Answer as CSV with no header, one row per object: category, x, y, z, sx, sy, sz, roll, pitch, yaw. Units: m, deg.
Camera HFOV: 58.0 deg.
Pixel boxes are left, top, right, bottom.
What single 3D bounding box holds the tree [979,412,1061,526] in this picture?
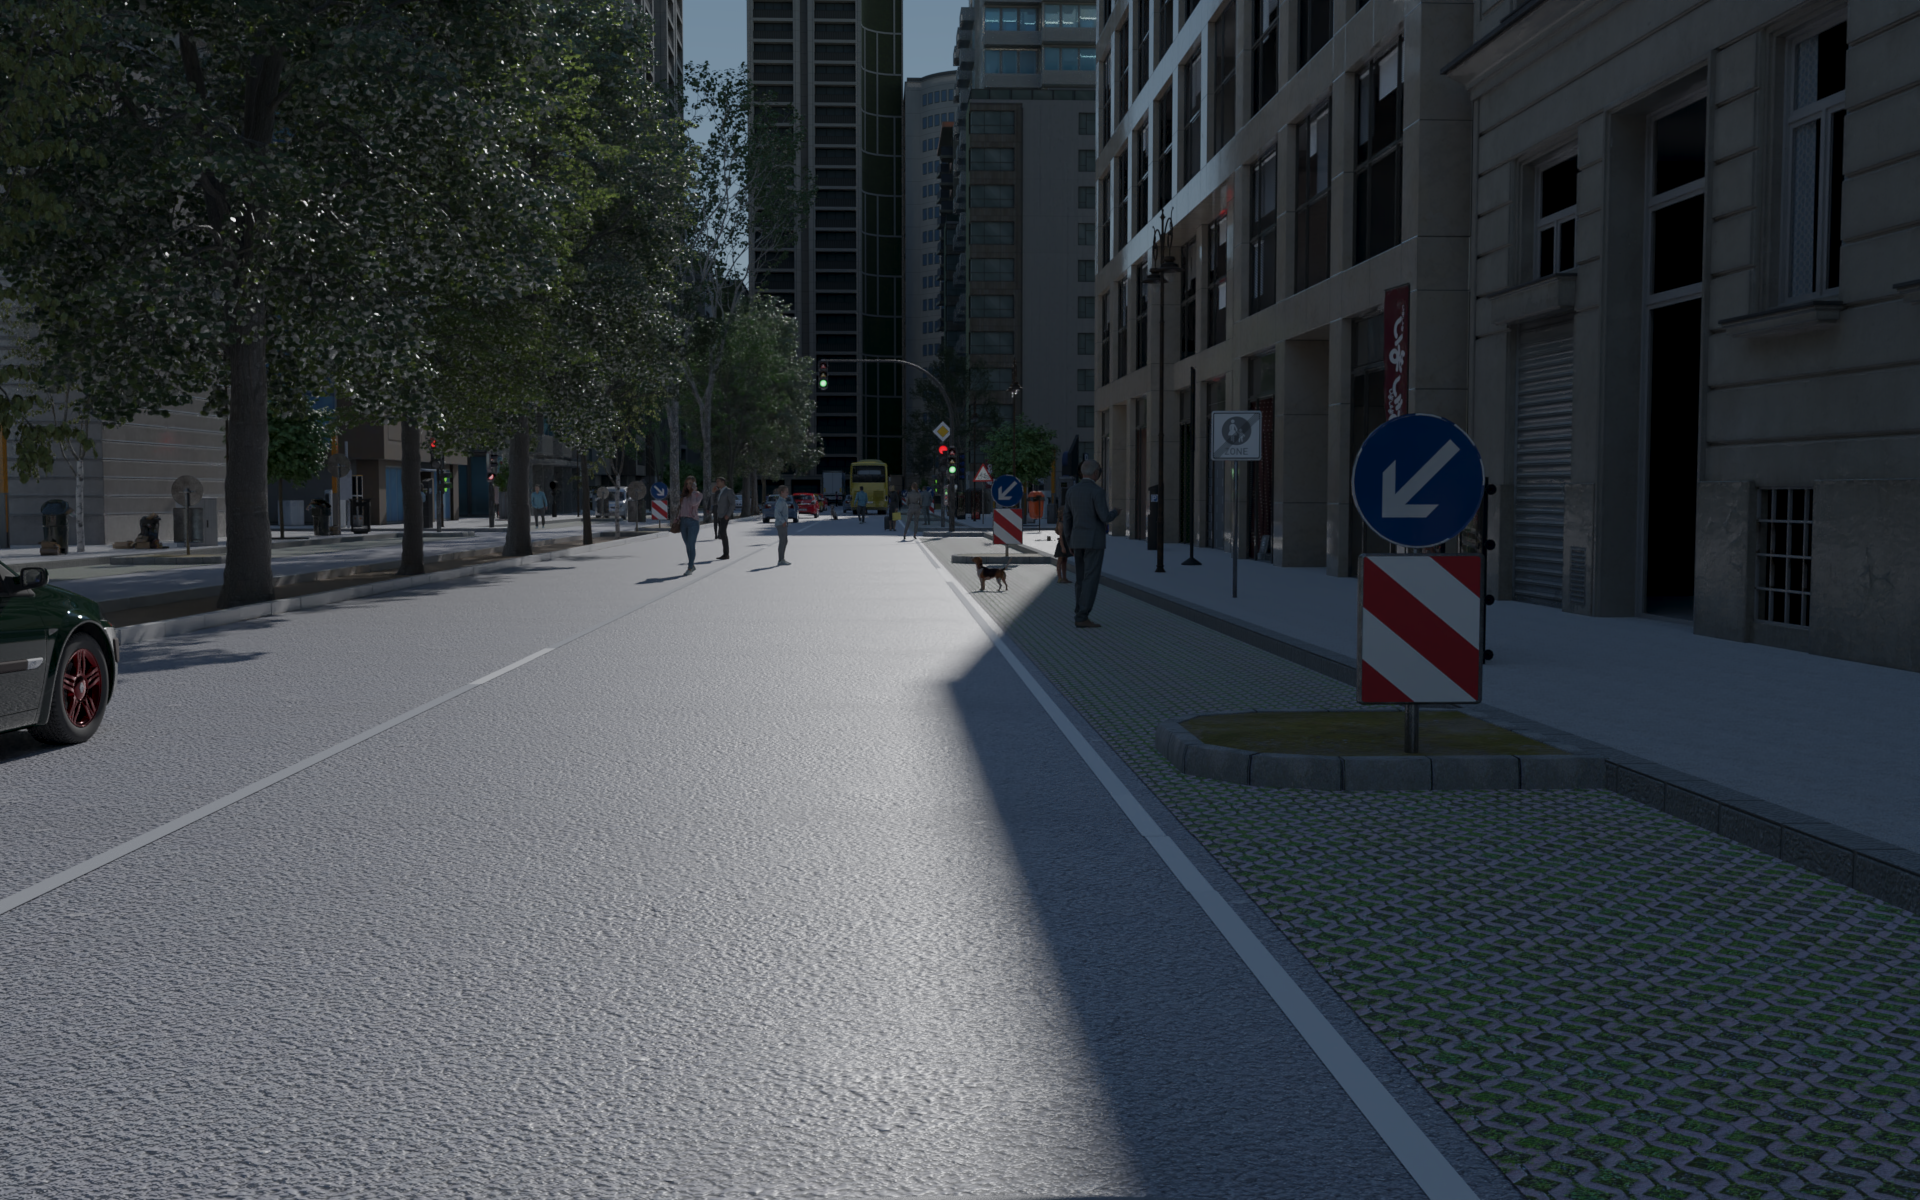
tree,2.397,-5.225,69.145,4.285,4.588,4.351,0,3,0

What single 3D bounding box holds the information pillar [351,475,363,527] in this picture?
information pillar,-23.542,-3.863,67.653,0.304,2.012,0.304,2,4,26

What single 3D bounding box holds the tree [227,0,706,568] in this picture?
tree,-10.236,-7.987,39.703,9.857,13.997,8.962,0,3,0

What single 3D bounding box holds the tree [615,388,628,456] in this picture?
tree,-23.525,-12.834,135.586,9.928,11.665,9.643,0,3,0

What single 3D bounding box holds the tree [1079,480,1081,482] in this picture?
tree,7.737,-7.647,119.629,1.663,3.219,1.824,0,3,0

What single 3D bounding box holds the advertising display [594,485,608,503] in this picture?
advertising display,-26.552,-7.543,128.544,0.974,1.923,0.123,2,4,24

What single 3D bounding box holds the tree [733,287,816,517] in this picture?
tree,-13.266,-12.085,106.709,9.857,13.997,8.962,0,3,0

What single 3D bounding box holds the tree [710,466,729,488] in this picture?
tree,-24.689,-10.983,163.289,4.285,4.588,4.351,0,3,0

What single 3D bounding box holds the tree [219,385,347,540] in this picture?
tree,-19.267,-4.013,49.332,4.285,4.588,4.351,0,3,0

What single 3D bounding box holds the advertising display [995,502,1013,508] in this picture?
advertising display,2.237,-5.043,87.674,0.974,1.923,0.123,0,4,3

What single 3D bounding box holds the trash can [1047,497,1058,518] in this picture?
trash can,4.477,-4.308,82.094,0.748,1.137,0.748,0,3,0

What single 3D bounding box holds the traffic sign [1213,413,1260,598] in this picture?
traffic sign,3.402,-1.177,21.379,0.606,2.300,0.079,0,4,6

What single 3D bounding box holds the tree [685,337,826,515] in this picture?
tree,-13.904,-12.069,116.798,9.611,12.733,9.660,0,3,0

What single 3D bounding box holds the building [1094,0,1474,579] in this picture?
building,14.785,-14.377,39.582,19.350,26.468,34.151,0,4,-3

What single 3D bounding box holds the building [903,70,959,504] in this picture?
building,6.494,-42.531,237.382,28.212,58.520,21.231,0,4,-3

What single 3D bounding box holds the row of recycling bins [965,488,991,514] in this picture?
row of recycling bins,1.113,-6.442,112.438,1.069,1.692,3.534,-1,4,-16

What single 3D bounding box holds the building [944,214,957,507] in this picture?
building,5.283,-25.013,180.656,14.160,30.474,14.107,0,4,-3

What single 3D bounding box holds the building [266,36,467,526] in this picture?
building,-30.561,-26.033,75.745,14.600,45.320,14.200,0,4,-3

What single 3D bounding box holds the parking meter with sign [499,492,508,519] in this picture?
parking meter with sign,-23.319,-5.676,89.060,1.738,3.016,0.543,-3,5,-41

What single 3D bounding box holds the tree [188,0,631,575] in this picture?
tree,-9.780,-6.728,30.585,7.486,12.596,7.792,0,3,0

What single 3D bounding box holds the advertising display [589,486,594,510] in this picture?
advertising display,-28.971,-8.017,136.283,0.123,1.923,0.974,3,5,43

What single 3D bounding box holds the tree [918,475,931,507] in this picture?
tree,-3.526,-11.153,176.959,1.663,3.219,1.824,0,3,0

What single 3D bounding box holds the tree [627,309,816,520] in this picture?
tree,-12.676,-10.259,95.954,9.928,11.665,9.643,0,3,0

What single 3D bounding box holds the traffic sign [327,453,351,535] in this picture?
traffic sign,-19.434,-3.307,54.183,0.768,2.556,0.104,0,4,4

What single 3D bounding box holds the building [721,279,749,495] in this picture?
building,-35.537,-28.208,232.899,14.107,30.474,14.160,0,4,-3

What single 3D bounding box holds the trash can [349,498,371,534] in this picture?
trash can,-19.314,-2.700,55.806,0.748,1.137,0.748,0,3,0

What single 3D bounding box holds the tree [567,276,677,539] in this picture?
tree,-10.887,-6.243,54.900,4.360,8.622,3.978,0,3,0

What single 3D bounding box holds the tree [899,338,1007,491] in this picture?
tree,-0.213,-10.396,104.381,7.601,10.594,8.767,0,4,-2

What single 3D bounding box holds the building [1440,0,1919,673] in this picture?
building,14.337,-10.661,7.587,16.112,22.955,30.059,0,4,-3

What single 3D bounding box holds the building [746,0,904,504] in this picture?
building,-17.962,-48.816,236.385,20.611,71.187,20.563,0,4,-3

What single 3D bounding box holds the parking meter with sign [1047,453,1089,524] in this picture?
parking meter with sign,4.592,-4.771,74.260,1.738,3.016,0.543,1,4,23

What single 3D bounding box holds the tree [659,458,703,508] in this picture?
tree,-23.963,-9.976,146.828,4.285,4.588,4.351,0,3,0

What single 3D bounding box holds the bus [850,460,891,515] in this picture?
bus,-6.385,-8.045,123.074,2.896,3.916,12.252,0,4,-2

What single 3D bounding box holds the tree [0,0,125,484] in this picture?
tree,-8.780,-3.751,14.148,4.737,8.622,4.395,0,3,0

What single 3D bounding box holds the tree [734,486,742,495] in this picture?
tree,-27.406,-13.344,212.774,1.663,3.219,1.824,0,3,0

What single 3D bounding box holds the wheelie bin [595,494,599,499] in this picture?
wheelie bin,-21.590,-5.921,104.708,0.980,1.594,0.693,0,4,0

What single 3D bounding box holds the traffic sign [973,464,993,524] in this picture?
traffic sign,0.983,-4.497,73.527,0.884,2.594,0.081,0,3,0

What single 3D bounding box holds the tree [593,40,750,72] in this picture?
tree,-12.936,-13.018,71.189,12.611,20.169,13.585,0,3,0

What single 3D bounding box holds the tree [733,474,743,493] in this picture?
tree,-27.416,-13.792,209.217,4.285,4.588,4.351,0,3,0

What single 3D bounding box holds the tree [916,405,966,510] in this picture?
tree,-0.849,-11.459,137.712,4.360,8.622,3.978,0,3,0

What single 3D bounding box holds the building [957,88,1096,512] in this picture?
building,7.348,-21.750,127.314,14.160,30.474,14.107,0,4,-3

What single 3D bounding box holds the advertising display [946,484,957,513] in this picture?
advertising display,-0.546,-6.718,115.060,0.974,1.923,0.123,-3,5,-39

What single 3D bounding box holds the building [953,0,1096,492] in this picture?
building,10.795,-32.934,158.084,23.786,49.044,30.456,0,4,-3

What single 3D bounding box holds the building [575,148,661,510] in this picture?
building,-33.462,-22.988,147.550,14.160,30.474,14.107,0,4,-3

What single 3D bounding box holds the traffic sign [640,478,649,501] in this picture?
traffic sign,-22.333,-7.398,122.149,0.795,2.450,0.064,0,4,-1

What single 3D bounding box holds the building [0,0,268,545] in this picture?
building,-33.317,-12.625,48.212,24.055,21.916,13.314,0,4,-3

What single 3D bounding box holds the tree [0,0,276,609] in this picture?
tree,-8.945,-6.866,21.369,9.857,13.997,8.962,0,3,0

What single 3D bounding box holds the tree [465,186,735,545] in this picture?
tree,-10.465,-6.845,48.784,8.767,10.594,7.601,0,4,-3

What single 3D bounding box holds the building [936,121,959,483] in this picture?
building,8.465,-33.469,201.841,22.147,44.769,28.867,0,4,-3

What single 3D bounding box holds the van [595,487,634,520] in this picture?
van,-19.236,-5.477,96.565,2.013,2.044,4.112,0,4,-2

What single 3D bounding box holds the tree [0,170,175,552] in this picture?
tree,-19.507,-5.380,38.333,4.360,8.622,3.978,0,3,0

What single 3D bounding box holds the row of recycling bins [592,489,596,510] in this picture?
row of recycling bins,-26.574,-7.645,132.115,3.534,1.692,1.069,2,4,28

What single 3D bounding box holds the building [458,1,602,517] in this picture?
building,-35.472,-29.733,105.739,23.786,49.044,30.456,0,4,-3

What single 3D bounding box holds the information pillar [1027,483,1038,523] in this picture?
information pillar,3.116,-4.352,75.642,0.304,2.012,0.304,1,4,18

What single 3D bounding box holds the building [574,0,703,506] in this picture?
building,-38.003,-45.681,185.144,20.563,71.187,20.611,0,4,-3

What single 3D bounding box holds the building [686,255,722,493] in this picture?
building,-36.743,-26.663,207.644,14.107,30.474,14.160,0,4,-3

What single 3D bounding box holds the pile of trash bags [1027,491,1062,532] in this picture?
pile of trash bags,3.859,-3.001,58.818,3.447,1.369,1.912,-2,4,-24

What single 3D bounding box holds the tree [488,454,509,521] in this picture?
tree,-21.819,-5.442,83.578,1.663,3.219,1.824,0,3,0

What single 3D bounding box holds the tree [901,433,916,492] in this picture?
tree,-4.278,-14.384,185.545,4.360,8.622,3.978,0,3,0
